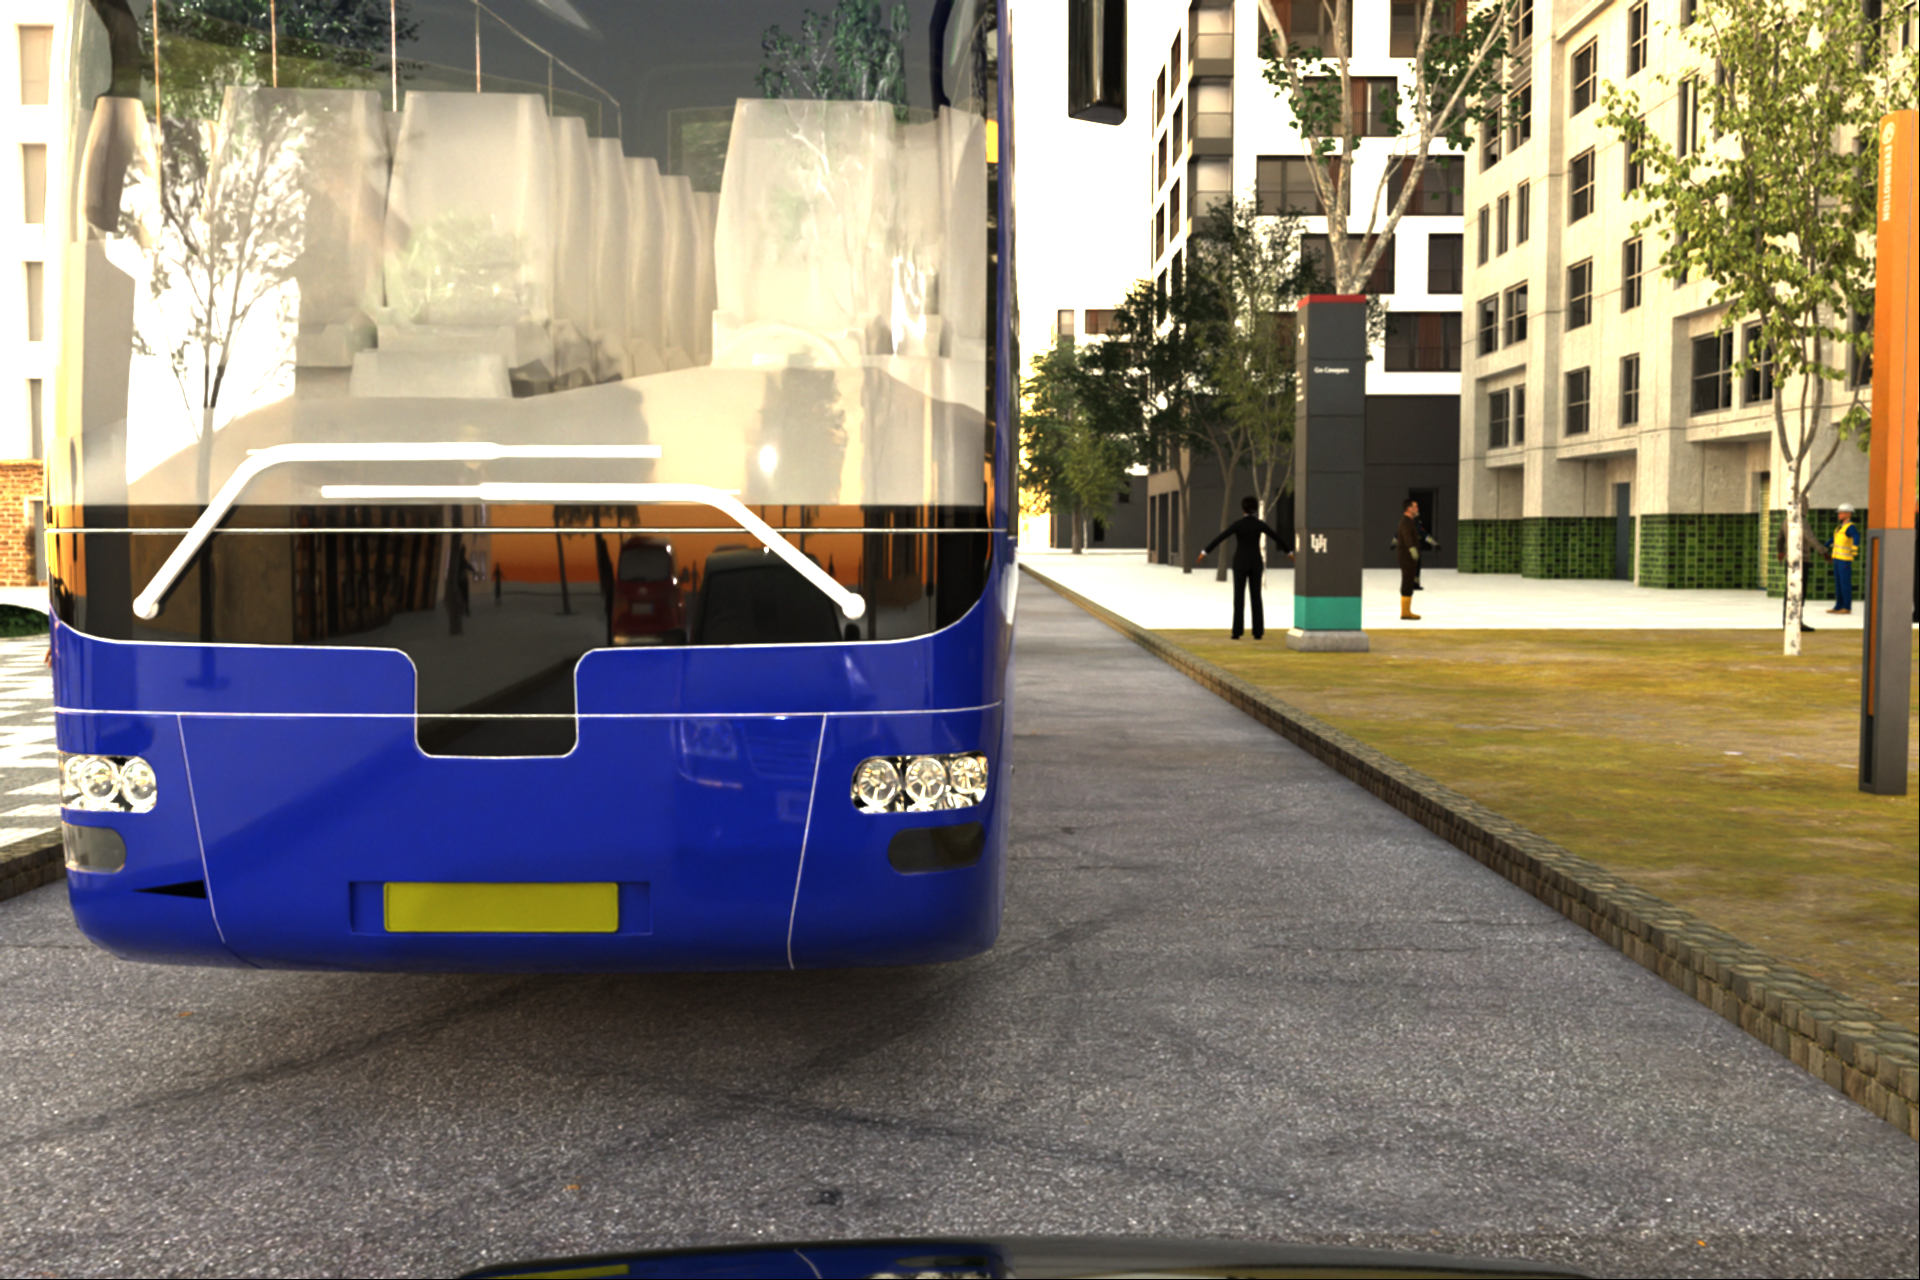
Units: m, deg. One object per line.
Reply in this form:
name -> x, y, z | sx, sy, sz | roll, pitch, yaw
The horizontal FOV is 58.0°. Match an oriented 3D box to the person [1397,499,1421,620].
person -> 6.778, -1.217, 26.038 | 0.704, 1.812, 1.346 | 1, 4, 15

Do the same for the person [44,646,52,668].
person -> -3.549, 0.064, 7.604 | 0.705, 1.806, 1.347 | 0, 4, 1

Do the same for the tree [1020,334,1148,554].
tree -> 7.332, -12.372, 108.938 | 9.857, 13.997, 8.962 | 0, 3, 0

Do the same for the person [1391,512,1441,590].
person -> 10.428, -2.081, 39.810 | 0.705, 1.856, 1.354 | -3, 5, -39

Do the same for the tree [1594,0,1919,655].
tree -> 8.739, -4.131, 17.909 | 4.737, 8.622, 4.395 | 0, 3, 0

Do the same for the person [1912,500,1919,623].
person -> 13.886, -1.151, 25.045 | 1.346, 1.802, 0.704 | -3, 4, -36

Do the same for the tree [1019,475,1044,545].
tree -> 7.559, -15.197, 198.828 | 4.737, 8.622, 4.395 | 0, 3, 0

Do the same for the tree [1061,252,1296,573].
tree -> 7.496, -7.480, 56.712 | 8.767, 10.594, 7.601 | 0, 4, 5

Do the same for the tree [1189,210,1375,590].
tree -> 6.979, -5.485, 40.035 | 4.360, 8.622, 3.978 | 0, 3, 0

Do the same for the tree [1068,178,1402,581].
tree -> 7.121, -6.844, 46.311 | 8.767, 10.594, 7.601 | 0, 4, -8

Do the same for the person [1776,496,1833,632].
person -> 11.102, -1.026, 22.908 | 0.705, 1.813, 1.348 | 0, 4, 0

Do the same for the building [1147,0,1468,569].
building -> 22.353, -14.414, 79.643 | 27.936, 21.610, 32.646 | 0, 3, 0

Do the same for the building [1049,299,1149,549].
building -> 22.438, -19.740, 166.728 | 27.936, 21.610, 32.646 | 0, 4, 0

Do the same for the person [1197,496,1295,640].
person -> 3.500, -0.882, 21.137 | 1.216, 1.740, 0.721 | 0, 4, -3

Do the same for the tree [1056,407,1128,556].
tree -> 7.344, -9.142, 99.832 | 4.737, 8.622, 4.395 | 0, 3, 0

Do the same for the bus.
bus -> -1.053, -1.118, 9.825 | 2.896, 3.916, 12.251 | 0, 4, 0

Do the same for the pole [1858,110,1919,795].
pole -> 4.576, -0.896, 8.491 | 0.158, 3.312, 0.155 | 0, 3, 0

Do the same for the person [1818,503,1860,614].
person -> 14.142, -1.310, 27.884 | 0.721, 1.772, 1.216 | 0, 4, 2

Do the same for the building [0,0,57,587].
building -> -24.956, -11.456, 43.733 | 16.016, 20.090, 11.380 | 0, 4, 1

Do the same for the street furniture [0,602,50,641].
street furniture -> -8.647, -0.375, 21.755 | 10.072, 0.657, 5.734 | 1, 4, 13

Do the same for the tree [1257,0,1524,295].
tree -> 7.996, -10.614, 29.435 | 12.611, 20.169, 13.585 | 0, 3, 0

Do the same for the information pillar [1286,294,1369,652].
information pillar -> 4.068, -1.817, 19.086 | 0.750, 3.857, 0.750 | 0, 4, 0

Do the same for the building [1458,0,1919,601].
building -> 24.767, -10.687, 41.185 | 16.747, 18.905, 31.486 | 0, 4, 1
